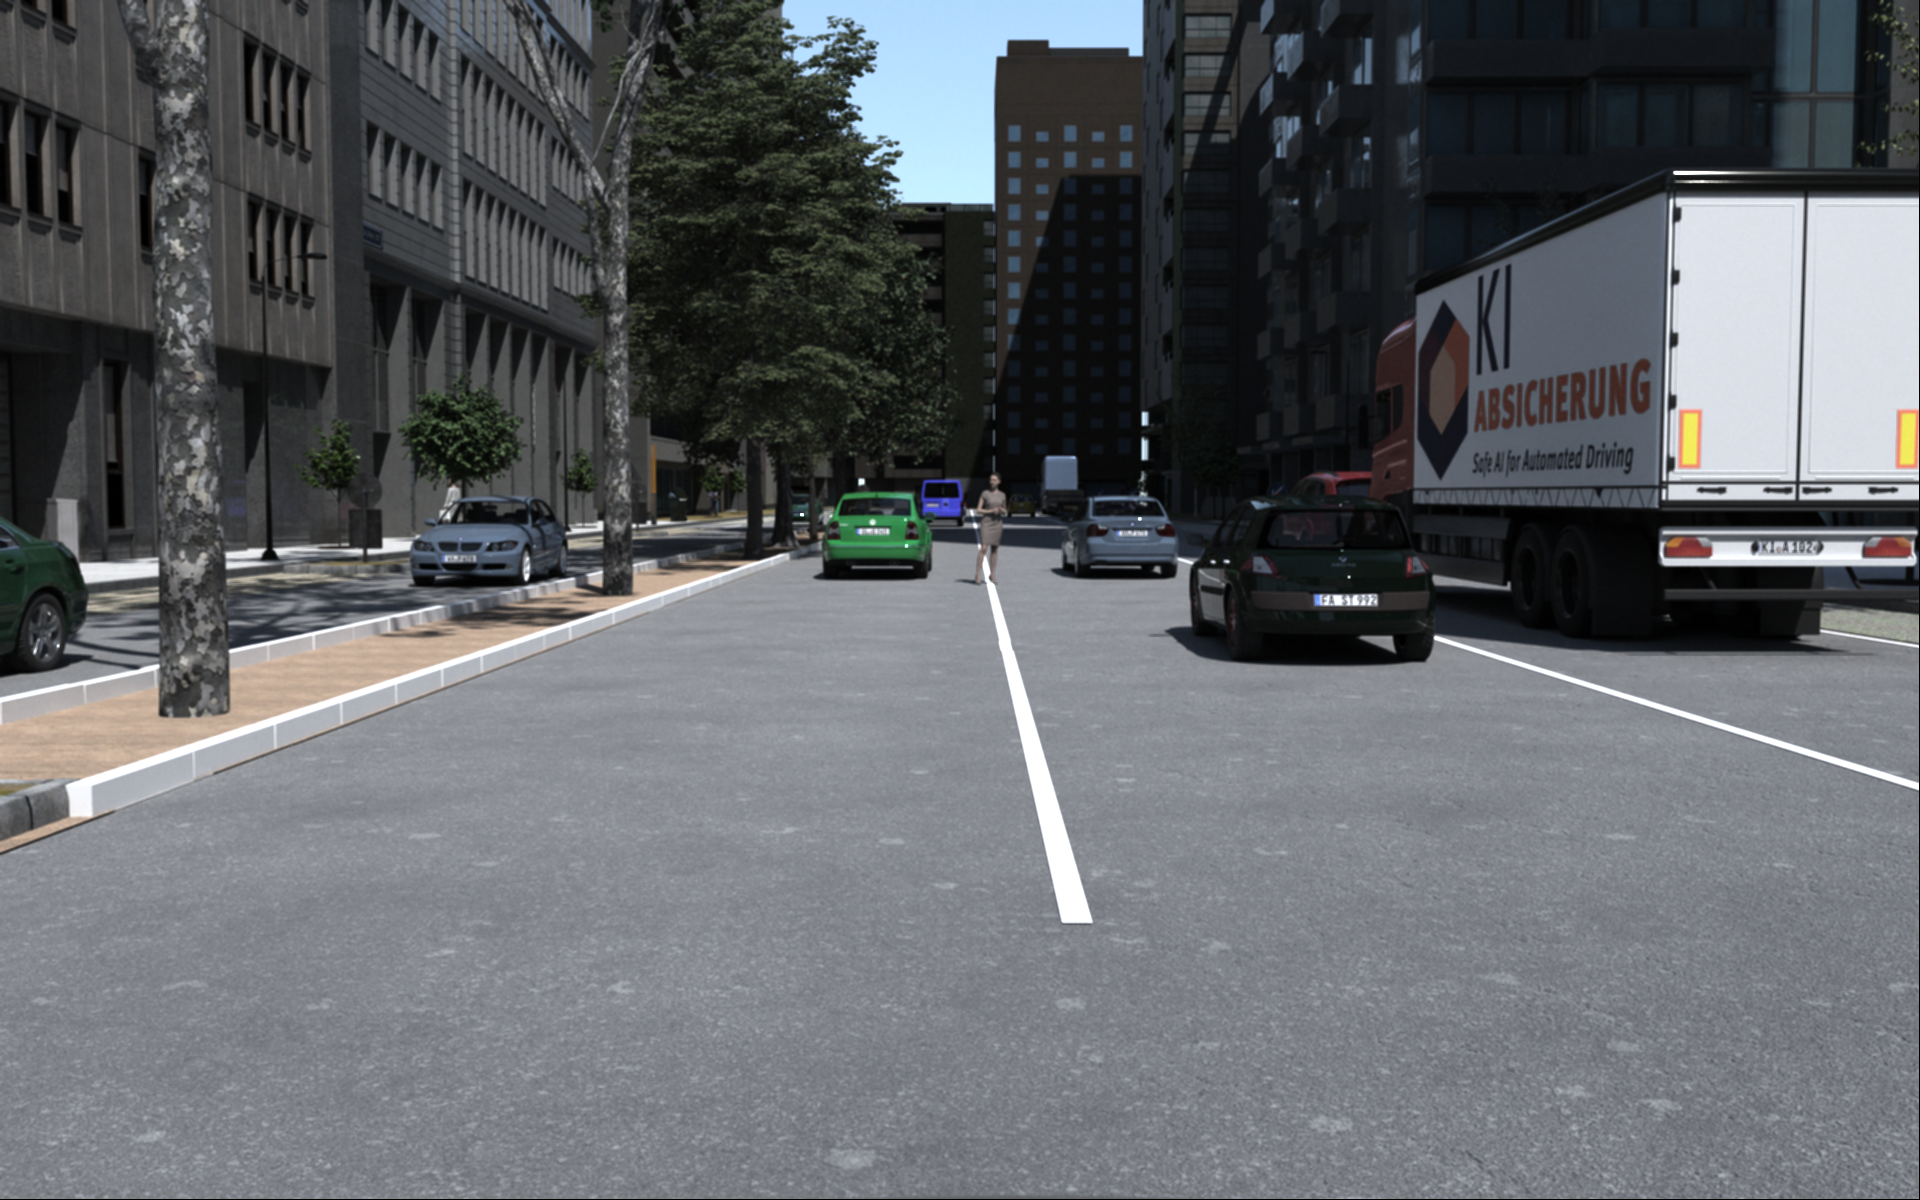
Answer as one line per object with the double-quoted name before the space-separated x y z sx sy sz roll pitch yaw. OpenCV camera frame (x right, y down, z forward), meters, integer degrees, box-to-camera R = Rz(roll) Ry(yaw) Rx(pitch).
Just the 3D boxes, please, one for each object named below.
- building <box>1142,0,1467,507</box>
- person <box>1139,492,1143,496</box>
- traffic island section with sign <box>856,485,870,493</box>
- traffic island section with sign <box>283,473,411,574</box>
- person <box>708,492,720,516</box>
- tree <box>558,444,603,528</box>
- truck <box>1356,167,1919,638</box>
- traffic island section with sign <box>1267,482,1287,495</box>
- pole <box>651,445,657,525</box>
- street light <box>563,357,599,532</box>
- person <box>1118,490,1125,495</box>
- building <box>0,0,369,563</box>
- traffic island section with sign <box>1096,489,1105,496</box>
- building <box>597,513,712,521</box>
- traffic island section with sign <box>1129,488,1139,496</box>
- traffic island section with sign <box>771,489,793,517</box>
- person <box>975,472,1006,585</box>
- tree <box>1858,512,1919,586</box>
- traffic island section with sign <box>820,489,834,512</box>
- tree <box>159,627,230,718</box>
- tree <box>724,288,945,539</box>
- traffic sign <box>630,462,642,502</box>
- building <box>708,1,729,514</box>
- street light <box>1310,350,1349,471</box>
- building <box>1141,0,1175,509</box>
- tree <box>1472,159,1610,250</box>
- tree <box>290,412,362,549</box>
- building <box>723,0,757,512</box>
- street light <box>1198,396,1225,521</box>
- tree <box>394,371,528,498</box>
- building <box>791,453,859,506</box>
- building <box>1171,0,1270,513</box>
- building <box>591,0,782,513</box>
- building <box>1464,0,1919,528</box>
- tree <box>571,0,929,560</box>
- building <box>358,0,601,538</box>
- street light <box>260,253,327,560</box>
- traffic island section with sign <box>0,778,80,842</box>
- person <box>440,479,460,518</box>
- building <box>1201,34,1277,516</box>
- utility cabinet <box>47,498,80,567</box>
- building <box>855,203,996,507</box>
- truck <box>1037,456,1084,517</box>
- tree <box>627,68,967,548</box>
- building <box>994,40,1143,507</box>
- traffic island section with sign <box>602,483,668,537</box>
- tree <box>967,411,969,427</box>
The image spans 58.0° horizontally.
"building" 32.998 -34.195 178.698 30.456 49.044 23.786 0 4 0
"person" 13.326 -7.493 129.233 1.217 1.739 0.721 -2 4 -31
"traffic island section with sign" -4.624 -4.510 81.869 2.006 1.907 1.989 0 4 0
"traffic island section with sign" -11.092 -1.420 31.838 1.989 1.847 2.006 0 4 0
"person" -14.426 -5.850 101.553 0.709 1.838 0.599 -2 4 -32
"tree" -14.318 -4.380 66.213 1.663 3.219 1.824 0 3 0
"truck" 7.187 -1.933 20.511 2.839 4.237 11.283 0 4 0
"traffic island section with sign" 10.543 -3.075 58.910 1.989 1.847 2.006 0 4 0
"pole" -12.655 -4.752 71.543 0.158 3.312 0.155 0 3 0
"street light" -12.858 -5.276 58.796 1.470 5.913 1.316 0 4 0
"person" 13.145 -8.155 140.839 0.593 1.643 0.415 -3 5 -39
"building" -21.827 -13.311 35.651 12.078 24.808 19.932 0 4 0
"traffic island section with sign" 10.849 -7.773 135.715 1.989 1.847 2.006 0 4 0
"building" -25.677 -28.686 92.726 21.300 48.544 21.600 0 4 0
"traffic island section with sign" 10.740 -6.124 108.760 1.989 1.847 2.006 0 4 0
"traffic island section with sign" -10.776 -6.130 108.859 1.989 1.847 2.006 0 4 0
"person" 0.499 -1.144 27.544 0.599 1.781 0.374 -1 4 -22
"tree" 13.620 -2.513 24.803 4.285 4.588 4.351 0 3 0
"traffic island section with sign" -10.660 -7.806 136.247 1.989 1.847 2.006 0 4 0
"tree" -6.168 -9.365 11.469 12.611 20.169 13.585 0 3 0
"tree" -4.609 -7.222 54.945 8.767 10.594 7.601 0 4 0
"traffic sign" -13.287 -4.276 69.921 0.884 2.594 0.081 0 4 1
"building" -22.867 -28.199 111.166 14.600 45.320 14.200 0 4 0
"street light" 11.980 -5.106 56.032 1.470 5.913 1.316 0 4 0
"building" 29.546 -33.773 141.430 28.713 52.752 27.495 0 4 0
"tree" 12.672 -5.424 39.045 4.360 8.622 3.978 0 3 0
"tree" -14.604 -2.826 40.811 1.663 3.219 1.824 0 3 0
"building" -22.506 -27.077 126.311 14.154 41.232 14.086 0 4 0
"street light" 11.974 -6.697 82.033 1.470 5.913 1.316 0 4 0
"tree" -13.406 -3.849 46.652 4.285 4.588 4.351 0 3 0
"building" -22.520 -30.009 182.524 23.993 40.220 32.217 0 4 0
"building" 21.753 -26.756 121.063 14.154 41.232 14.086 0 4 0
"building" -26.414 -31.894 145.163 21.600 48.544 21.300 0 4 0
"building" 23.959 -27.309 66.111 23.786 49.044 30.456 0 4 0
"tree" -4.564 -7.155 37.561 7.486 12.596 7.792 0 3 0
"building" -21.316 -17.298 60.320 11.434 29.767 29.804 0 4 0
"street light" -12.874 -3.727 33.477 1.470 5.913 1.316 0 4 0
"traffic island section with sign" -4.926 0.086 6.731 2.006 1.907 1.989 0 4 0
"person" -15.124 -2.768 51.649 0.624 1.780 0.694 3 4 39
"building" 31.363 -25.052 101.481 32.217 40.220 23.993 0 4 0
"utility cabinet" -13.293 -0.889 25.698 0.306 1.237 1.020 -2 4 -34
"building" -3.504 -24.636 174.495 14.107 30.474 14.160 0 4 0
"truck" 7.285 -7.757 116.593 2.967 4.110 18.799 0 4 -2
"tree" -4.728 -7.751 46.190 9.611 12.733 9.660 0 3 0
"building" 10.653 -32.082 174.643 14.200 45.320 14.600 0 4 0
"traffic island section with sign" -10.984 -3.068 58.793 1.989 1.847 2.006 0 4 0
"tree" -4.478 -8.872 64.527 9.611 12.733 9.660 0 3 0
